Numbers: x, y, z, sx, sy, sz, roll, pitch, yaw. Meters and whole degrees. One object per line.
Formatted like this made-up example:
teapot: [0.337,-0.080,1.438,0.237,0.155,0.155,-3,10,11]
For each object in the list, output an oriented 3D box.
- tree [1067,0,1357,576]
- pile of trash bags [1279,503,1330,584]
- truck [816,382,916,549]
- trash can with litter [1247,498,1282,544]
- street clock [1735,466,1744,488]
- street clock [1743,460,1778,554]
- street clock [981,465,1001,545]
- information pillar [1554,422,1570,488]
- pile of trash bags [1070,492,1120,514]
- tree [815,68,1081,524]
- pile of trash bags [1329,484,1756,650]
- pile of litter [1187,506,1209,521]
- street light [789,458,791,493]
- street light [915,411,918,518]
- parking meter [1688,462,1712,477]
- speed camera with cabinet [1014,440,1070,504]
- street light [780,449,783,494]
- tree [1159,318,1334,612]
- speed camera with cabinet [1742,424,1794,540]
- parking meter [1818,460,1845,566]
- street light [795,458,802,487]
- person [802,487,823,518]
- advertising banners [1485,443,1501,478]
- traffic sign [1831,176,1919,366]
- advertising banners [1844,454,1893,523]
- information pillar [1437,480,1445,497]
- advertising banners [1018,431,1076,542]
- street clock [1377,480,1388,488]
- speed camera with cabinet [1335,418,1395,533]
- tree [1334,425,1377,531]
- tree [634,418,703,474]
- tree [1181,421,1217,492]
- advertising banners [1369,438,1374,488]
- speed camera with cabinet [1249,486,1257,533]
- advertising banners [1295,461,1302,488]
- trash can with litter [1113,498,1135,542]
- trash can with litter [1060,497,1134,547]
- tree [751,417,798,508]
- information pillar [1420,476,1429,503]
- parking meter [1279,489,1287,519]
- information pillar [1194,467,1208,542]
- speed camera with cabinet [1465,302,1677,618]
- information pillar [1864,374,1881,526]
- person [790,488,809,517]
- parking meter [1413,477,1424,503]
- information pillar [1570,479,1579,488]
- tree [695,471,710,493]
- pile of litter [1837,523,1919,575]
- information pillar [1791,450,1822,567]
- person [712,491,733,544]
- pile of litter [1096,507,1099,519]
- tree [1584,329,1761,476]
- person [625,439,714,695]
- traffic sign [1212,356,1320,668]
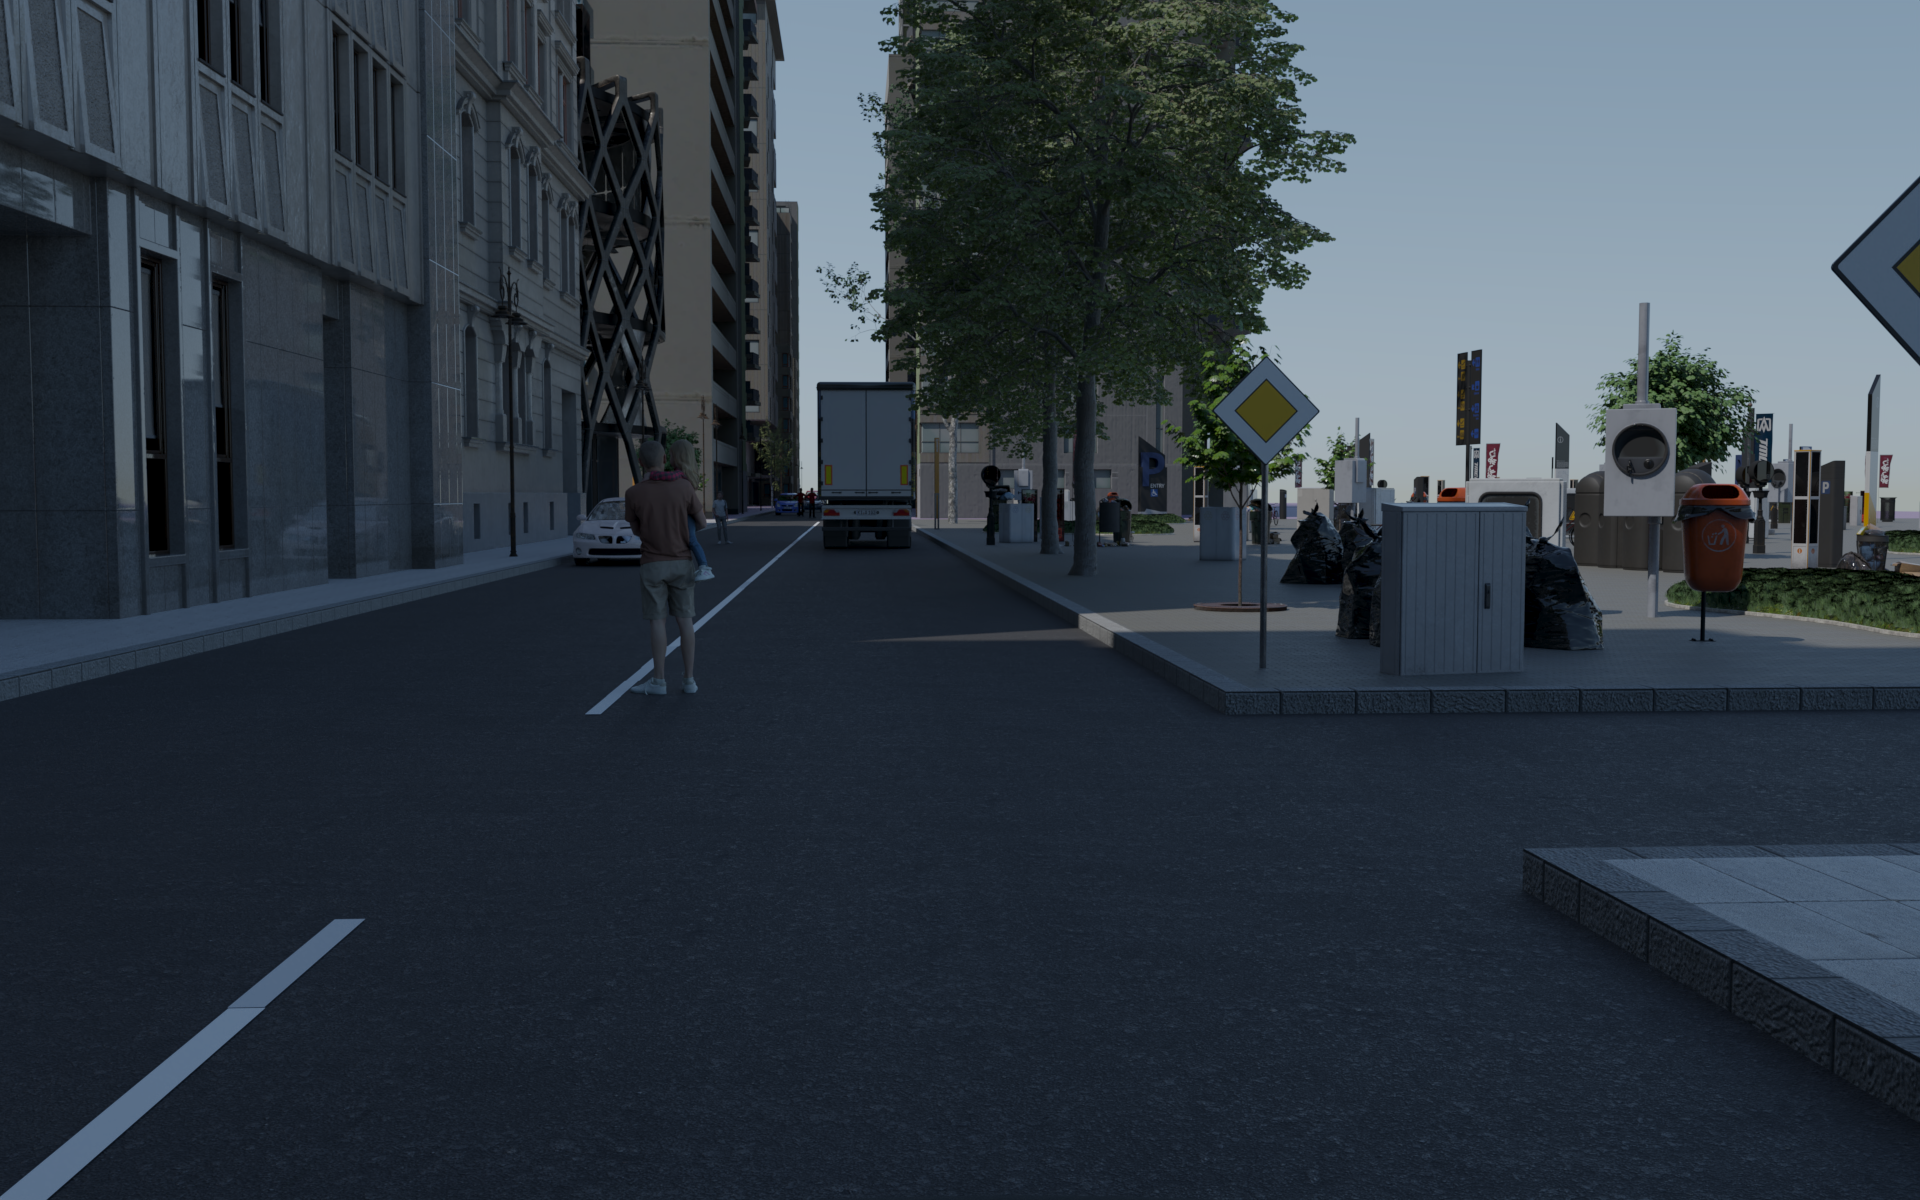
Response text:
tree: [2.385,-6.667,27.126,7.486,12.596,7.792,0,3,0]
pile of trash bags: [6.004,-0.875,24.058,1.912,1.369,3.447,-2,4,-24]
truck: [-2.576,-3.664,48.816,2.839,4.237,11.283,0,4,-2]
trash can with litter: [7.781,-2.017,44.357,0.624,1.170,1.055,3,5,39]
street clock: [20.282,-2.459,44.775,0.471,2.002,0.358,-1,4,-22]
street clock: [17.234,-2.002,37.298,0.471,2.002,0.358,0,4,-3]
street clock: [0.773,-2.383,43.526,0.471,2.002,0.358,-1,4,-11]
information pillar: [19.712,-4.002,56.780,0.504,3.616,0.183,-1,4,-11]
pile of trash bags: [6.108,-4.525,83.738,3.447,1.369,1.912,-1,4,-21]
tree: [0.130,-13.453,75.846,12.611,20.169,13.585,0,3,0]
pile of trash bags: [5.056,-0.323,15.038,3.447,1.369,1.912,0,4,8]
pile of litter: [11.719,-4.230,83.125,1.719,0.858,1.176,1,4,23]
street light: [-19.210,-13.592,195.017,0.468,5.910,1.993,0,4,-4]
street light: [-2.354,-7.435,94.355,0.468,5.910,1.993,0,4,-4]
parking meter: [13.446,-1.580,31.543,0.399,1.863,0.255,-2,4,-25]
speed camera with cabinet: [3.029,-4.270,64.157,2.038,3.252,0.660,0,4,0]
street light: [-17.720,-12.165,171.693,0.468,5.910,1.993,0,4,-4]
tree: [2.989,-1.501,19.145,1.663,3.219,1.824,0,3,0]
speed camera with cabinet: [22.893,-3.361,49.294,0.660,3.252,2.038,-2,4,-24]
parking meter: [15.192,-1.499,30.217,0.255,1.863,0.399,-1,4,-11]
street light: [-20.529,-14.992,217.901,0.468,5.910,1.993,0,4,-4]
person: [-8.869,-5.842,103.947,1.348,1.831,0.705,-1,4,-19]
advertising banners: [17.737,-3.908,60.080,2.074,3.025,0.090,3,5,42]
traffic sign: [2.729,-0.067,4.737,0.795,2.450,0.064,0,4,-4]
advertising banners: [40.239,-4.939,76.948,2.074,3.025,0.090,1,4,23]
information pillar: [24.905,-5.212,89.701,0.304,2.012,0.304,-3,5,-44]
advertising banners: [2.549,-3.080,46.542,2.074,3.025,0.090,-1,4,-17]
street clock: [21.197,-5.040,86.972,0.471,2.002,0.358,-1,4,-18]
speed camera with cabinet: [10.634,-3.127,45.456,2.038,3.252,0.660,-3,5,-44]
tree: [10.682,-3.321,48.894,1.663,3.219,1.824,0,3,0]
tree: [-12.598,-5.578,74.913,4.285,4.588,4.351,0,3,0]
tree: [9.660,-4.823,62.574,4.285,4.588,4.351,0,3,0]
advertising banners: [13.350,-3.618,55.344,0.090,3.025,2.074,2,4,29]
speed camera with cabinet: [9.443,-3.867,57.556,0.660,3.252,2.038,1,4,19]
advertising banners: [15.536,-4.922,76.661,2.074,3.025,0.090,-2,4,-28]
trash can with litter: [4.289,-2.115,45.975,0.624,1.170,1.055,1,4,15]
trash can with litter: [3.276,-1.927,42.561,2.233,1.210,1.678,0,4,-4]
tree: [-17.519,-13.039,163.557,4.737,8.622,4.395,0,3,0]
information pillar: [18.796,-4.011,70.068,0.304,2.012,0.304,0,4,2]
parking meter: [16.530,-4.905,88.608,0.372,1.533,0.369,0,3,0]
information pillar: [6.402,-2.540,46.014,0.304,2.012,0.304,2,4,28]
speed camera with cabinet: [6.369,-1.453,18.088,2.038,3.252,0.660,1,4,23]
information pillar: [17.777,-2.594,33.760,0.183,3.616,0.504,3,5,44]
person: [-10.096,-6.201,109.820,1.348,1.831,0.705,0,4,3]
parking meter: [15.296,-3.186,57.795,0.255,1.863,0.399,0,4,-1]
information pillar: [30.588,-5.005,86.322,0.304,2.012,0.304,-1,4,-15]
tree: [-13.227,-5.585,85.913,1.663,3.219,1.824,0,3,0]
pile of litter: [13.365,-0.669,24.902,1.719,0.858,1.176,-1,4,-12]
information pillar: [14.096,-1.490,28.853,0.304,2.012,0.304,-2,4,-31]
person: [-6.824,-2.360,49.687,0.523,1.515,0.503,3,4,38]
pile of litter: [5.863,-3.450,70.367,1.719,0.858,1.176,0,4,8]
tree: [14.042,-3.106,34.502,4.285,4.588,4.351,0,3,0]
person: [-2.080,-0.248,12.523,0.573,1.828,0.580,2,4,26]
traffic sign: [2.230,-0.554,12.707,0.795,2.450,0.064,0,4,-4]
